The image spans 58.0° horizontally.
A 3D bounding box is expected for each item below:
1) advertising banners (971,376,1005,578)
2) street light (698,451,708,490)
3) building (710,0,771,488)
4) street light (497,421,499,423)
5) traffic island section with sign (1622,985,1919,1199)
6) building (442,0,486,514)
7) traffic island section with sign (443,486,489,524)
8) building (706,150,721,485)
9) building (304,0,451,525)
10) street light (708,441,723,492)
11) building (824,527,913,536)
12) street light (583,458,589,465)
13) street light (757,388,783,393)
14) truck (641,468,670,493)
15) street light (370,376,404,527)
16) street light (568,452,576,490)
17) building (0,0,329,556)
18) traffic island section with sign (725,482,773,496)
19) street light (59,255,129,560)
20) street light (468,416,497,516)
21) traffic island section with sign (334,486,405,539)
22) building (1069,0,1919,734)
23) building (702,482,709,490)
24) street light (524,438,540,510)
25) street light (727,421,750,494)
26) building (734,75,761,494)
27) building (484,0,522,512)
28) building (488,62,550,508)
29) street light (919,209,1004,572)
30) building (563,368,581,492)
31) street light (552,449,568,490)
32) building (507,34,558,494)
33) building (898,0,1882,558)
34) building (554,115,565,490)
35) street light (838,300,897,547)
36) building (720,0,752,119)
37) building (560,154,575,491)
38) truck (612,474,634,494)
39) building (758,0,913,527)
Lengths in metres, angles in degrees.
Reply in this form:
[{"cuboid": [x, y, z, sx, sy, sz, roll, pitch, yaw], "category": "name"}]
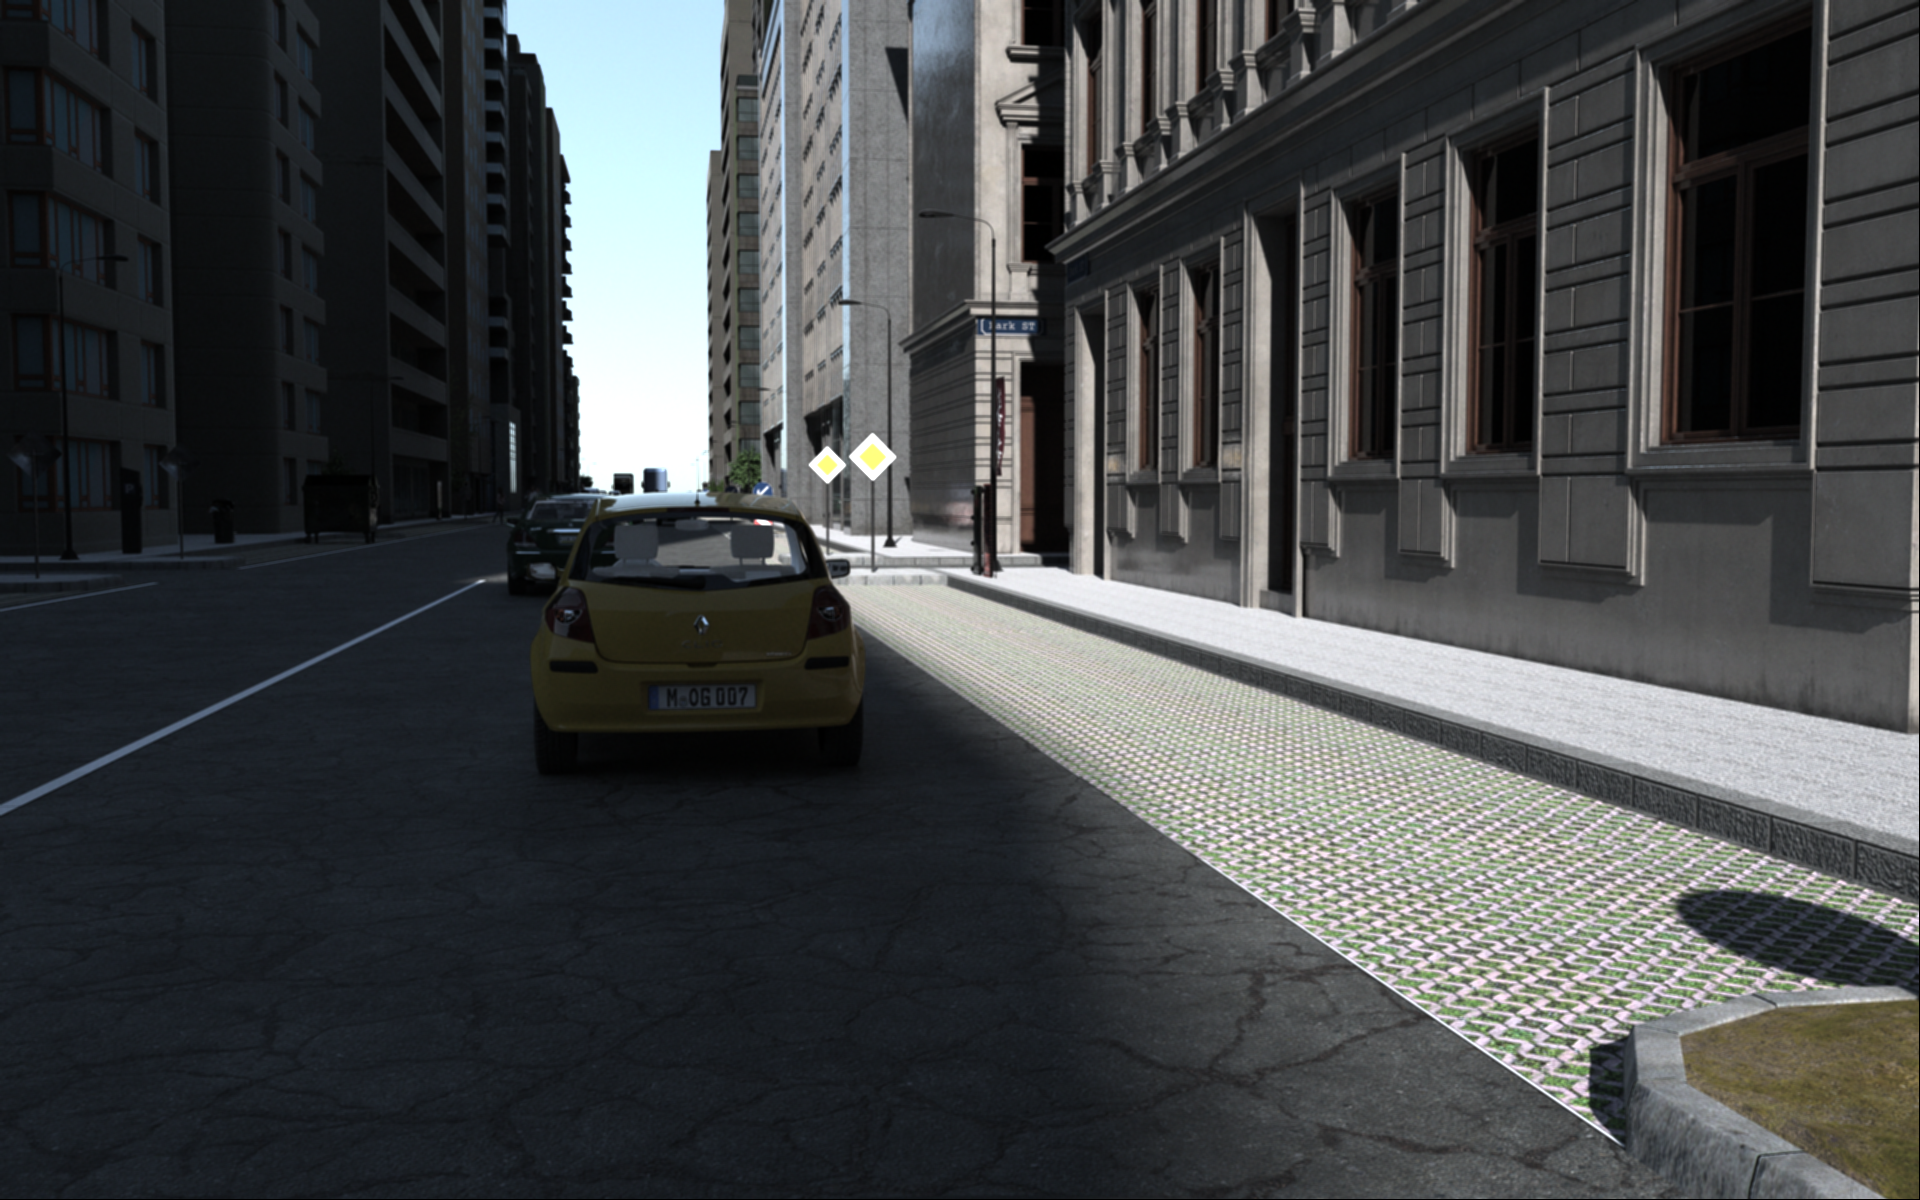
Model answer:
[{"cuboid": [0.433, -1.869, 26.749, 0.090, 3.025, 2.074, -1, 4, -12], "category": "advertising banners"}, {"cuboid": [-28.829, -13.785, 197.926, 1.470, 5.913, 1.316, -1, 4, -10], "category": "street light"}, {"cuboid": [-20.258, -47.339, 212.250, 20.563, 71.187, 20.611, -1, 4, -10], "category": "building"}, {"cuboid": [-29.817, -8.382, 109.581, 1.470, 5.913, 1.316, -1, 4, -10], "category": "street light"}, {"cuboid": [2.501, 0.316, 3.468, 1.989, 1.847, 2.006, -1, 4, -10], "category": "traffic island section with sign"}, {"cuboid": [-38.963, -28.366, 113.901, 14.600, 45.320, 14.200, -1, 4, -10], "category": "building"}, {"cuboid": [-23.759, -4.567, 83.297, 1.989, 1.847, 2.006, -1, 4, -10], "category": "traffic island section with sign"}, {"cuboid": [-23.055, -37.317, 233.835, 21.300, 48.544, 21.600, -1, 4, -10], "category": "building"}, {"cuboid": [-36.140, -27.891, 79.725, 21.300, 48.544, 21.600, -1, 4, -10], "category": "building"}, {"cuboid": [-20.960, -10.912, 150.945, 1.470, 5.913, 1.316, -1, 4, -10], "category": "street light"}, {"cuboid": [0.894, -15.003, 63.329, 12.078, 24.808, 19.932, -1, 4, -10], "category": "building"}, {"cuboid": [-49.589, -15.501, 225.974, 1.470, 5.913, 1.316, -1, 4, -10], "category": "street light"}, {"cuboid": [-8.182, -6.324, 75.946, 1.470, 5.913, 1.316, -1, 4, -10], "category": "street light"}, {"cuboid": [-30.720, -11.300, 174.509, 2.967, 4.110, 18.799, -1, 4, -10], "category": "truck"}, {"cuboid": [-22.639, -5.863, 68.407, 1.470, 5.913, 1.316, -1, 4, -10], "category": "street light"}, {"cuboid": [-43.520, -13.369, 191.116, 1.470, 5.913, 1.316, -1, 4, -10], "category": "street light"}, {"cuboid": [-34.607, -12.361, 47.146, 27.650, 21.520, 28.899, -1, 4, -10], "category": "building"}, {"cuboid": [-6.668, -2.977, 57.294, 1.989, 1.847, 2.006, -1, 4, -10], "category": "traffic island section with sign"}, {"cuboid": [-16.819, -3.738, 33.654, 1.470, 5.913, 1.316, -1, 4, -10], "category": "street light"}, {"cuboid": [-28.591, -7.988, 103.139, 1.470, 5.913, 1.316, -1, 4, -10], "category": "street light"}, {"cuboid": [-19.149, -2.916, 56.310, 1.989, 1.847, 2.006, -1, 4, -10], "category": "traffic island section with sign"}, {"cuboid": [8.311, -11.181, 18.966, 11.583, 22.565, 21.152, -1, 4, -10], "category": "building"}, {"cuboid": [-22.289, -34.652, 258.440, 32.217, 40.220, 23.993, -1, 4, -10], "category": "building"}, {"cuboid": [-35.561, -10.483, 143.938, 1.470, 5.913, 1.316, -1, 4, -10], "category": "street light"}, {"cuboid": [-13.961, -8.416, 110.144, 1.470, 5.913, 1.316, -1, 4, -10], "category": "street light"}, {"cuboid": [-9.112, -21.552, 124.084, 14.160, 30.474, 14.107, -1, 4, -10], "category": "building"}, {"cuboid": [-45.778, -50.272, 134.625, 22.319, 86.520, 31.000, -1, 4, -10], "category": "building"}, {"cuboid": [-45.564, -29.069, 158.867, 14.154, 41.232, 14.086, -1, 4, -10], "category": "building"}, {"cuboid": [0.018, -3.424, 28.527, 1.470, 5.913, 1.316, -1, 4, -10], "category": "street light"}, {"cuboid": [-68.504, -24.448, 244.756, 27.650, 21.520, 28.899, -1, 4, -10], "category": "building"}, {"cuboid": [-41.384, -12.574, 178.128, 1.470, 5.913, 1.316, -1, 4, -10], "category": "street light"}, {"cuboid": [-48.545, -31.954, 172.556, 14.600, 45.320, 14.200, -1, 4, -10], "category": "building"}, {"cuboid": [9.156, -12.634, 42.720, 21.152, 22.565, 11.583, -1, 4, -10], "category": "building"}, {"cuboid": [-52.397, -33.371, 195.719, 14.600, 45.320, 14.200, -1, 4, -10], "category": "building"}, {"cuboid": [-2.227, -4.225, 41.624, 1.470, 5.913, 1.316, -1, 4, -10], "category": "street light"}, {"cuboid": [-11.209, -32.934, 162.170, 21.300, 48.544, 21.600, -1, 4, -10], "category": "building"}, {"cuboid": [-59.981, -34.350, 216.251, 22.147, 44.769, 28.867, -1, 4, -10], "category": "building"}, {"cuboid": [-46.474, -15.310, 239.231, 2.839, 4.237, 11.283, -1, 4, -9], "category": "truck"}, {"cuboid": [-3.111, -16.257, 83.825, 12.078, 24.808, 19.932, -1, 4, -10], "category": "building"}]
